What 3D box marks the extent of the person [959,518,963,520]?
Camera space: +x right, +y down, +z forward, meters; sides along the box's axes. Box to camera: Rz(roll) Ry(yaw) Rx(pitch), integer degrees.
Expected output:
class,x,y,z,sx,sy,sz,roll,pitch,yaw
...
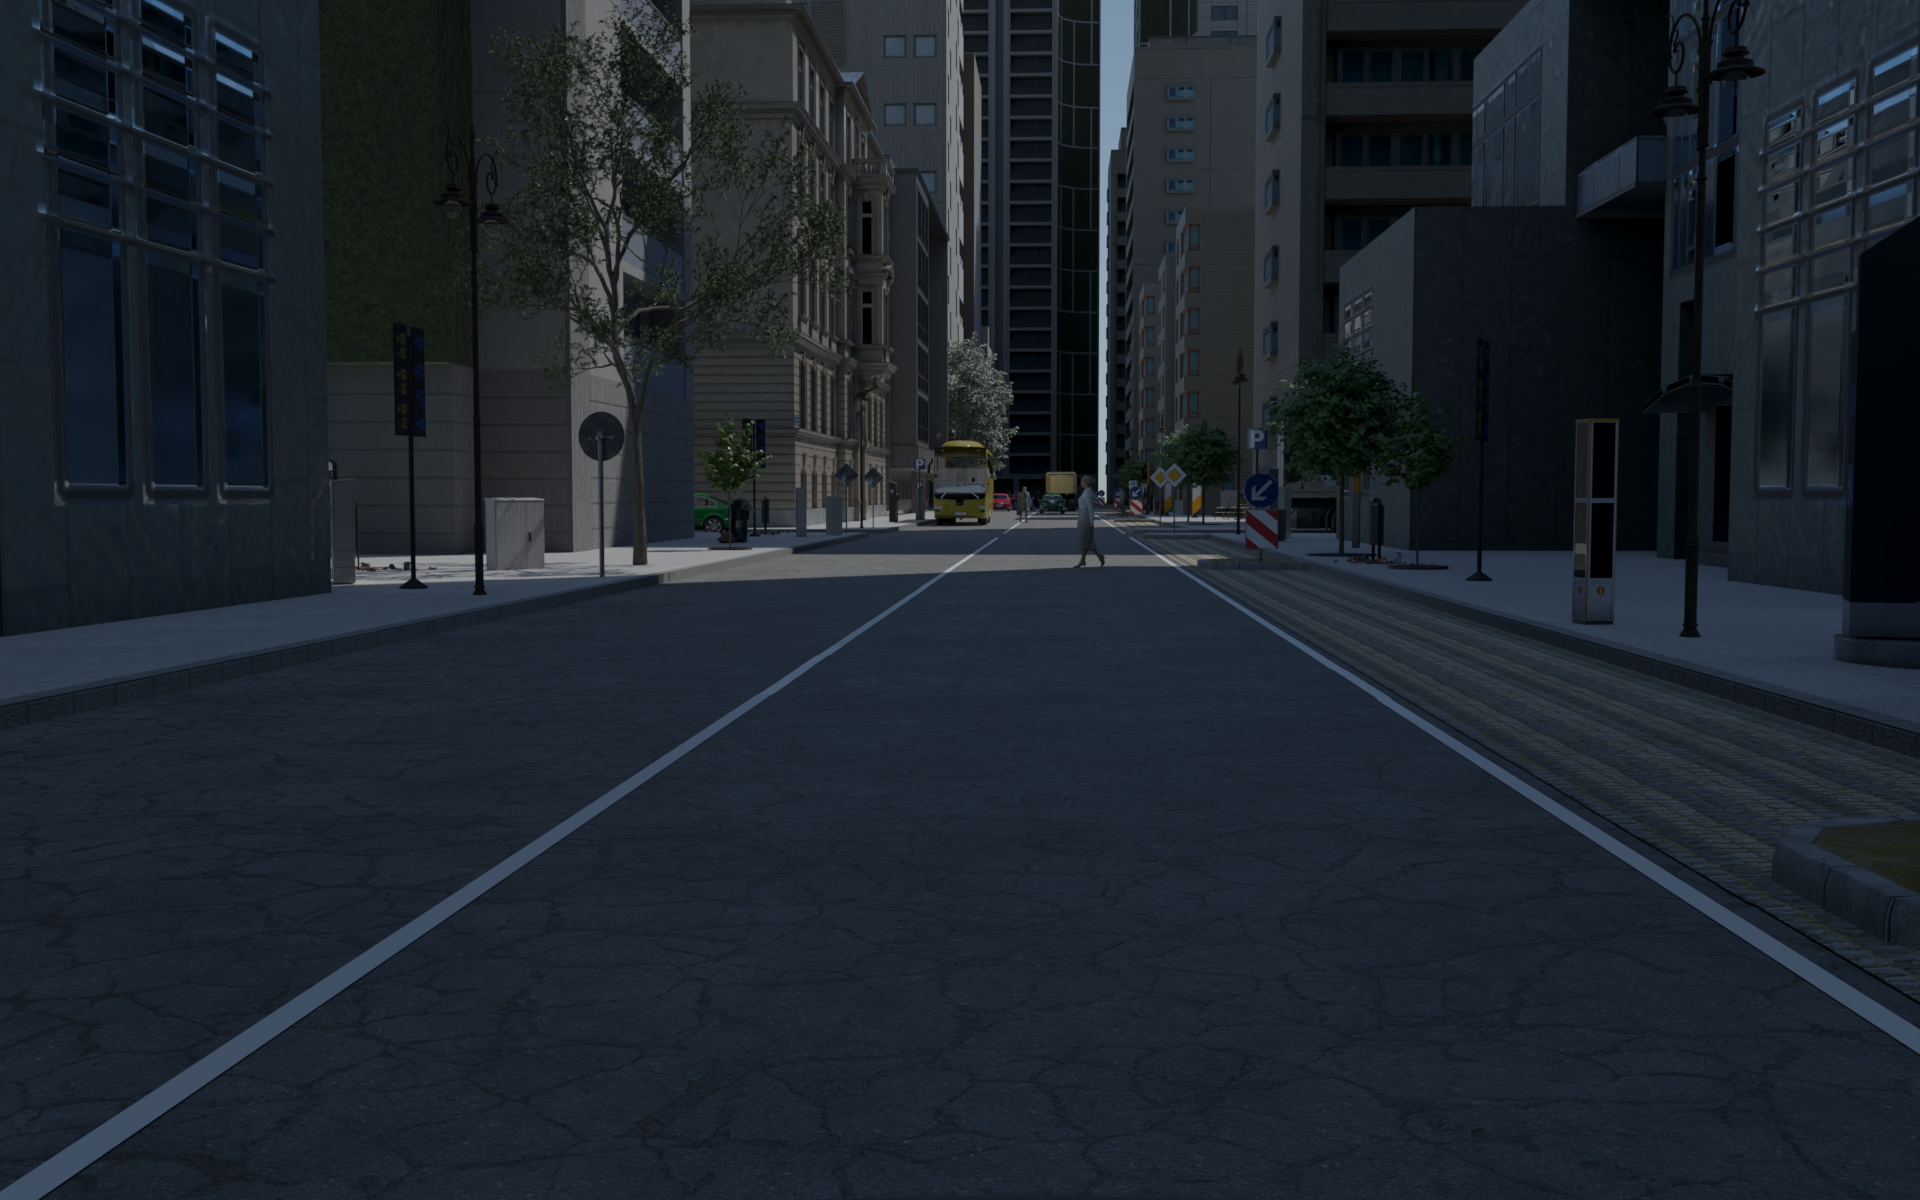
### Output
class,x,y,z,sx,sy,sz,roll,pitch,yaw
person,0.052,-5.342,95.962,0.709,1.813,0.853,-2,4,-25

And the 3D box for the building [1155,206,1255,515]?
class,x,y,z,sx,sy,sz,roll,pitch,yaw
building,28.187,-16.698,118.055,27.650,21.520,28.899,0,4,3

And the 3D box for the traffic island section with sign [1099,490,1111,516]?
class,x,y,z,sx,sy,sz,roll,pitch,yaw
traffic island section with sign,10.459,-6.535,115.469,1.989,1.847,2.006,0,4,3

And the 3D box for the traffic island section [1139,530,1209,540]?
class,x,y,z,sx,sy,sz,roll,pitch,yaw
traffic island section,6.907,-2.045,55.710,2.009,0.180,2.903,0,4,3

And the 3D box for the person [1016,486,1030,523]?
class,x,y,z,sx,sy,sz,roll,pitch,yaw
person,3.203,-4.792,86.947,0.694,1.812,0.767,-1,4,-9

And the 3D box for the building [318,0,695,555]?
class,x,y,z,sx,sy,sz,roll,pitch,yaw
building,-22.041,-30.792,45.451,28.212,58.520,21.231,0,4,3

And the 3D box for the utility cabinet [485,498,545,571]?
class,x,y,z,sx,sy,sz,roll,pitch,yaw
utility cabinet,-7.551,-1.117,29.432,0.306,1.237,1.020,3,4,38

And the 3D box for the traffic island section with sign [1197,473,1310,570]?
class,x,y,z,sx,sy,sz,roll,pitch,yaw
traffic island section with sign,5.592,-1.506,33.252,1.989,1.847,2.006,0,4,3

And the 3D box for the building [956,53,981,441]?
class,x,y,z,sx,sy,sz,roll,pitch,yaw
building,-5.108,-32.046,174.063,14.600,45.320,14.200,0,4,3

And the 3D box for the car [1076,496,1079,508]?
class,x,y,z,sx,sy,sz,roll,pitch,yaw
car,11.670,-10.466,183.115,2.014,1.417,4.499,0,4,4

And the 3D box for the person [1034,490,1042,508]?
class,x,y,z,sx,sy,sz,roll,pitch,yaw
person,7.988,-10.237,176.018,1.348,1.807,0.705,-3,4,-37

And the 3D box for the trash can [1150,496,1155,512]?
class,x,y,z,sx,sy,sz,roll,pitch,yaw
trash can,13.919,-6.868,123.949,0.748,1.137,0.748,0,3,0

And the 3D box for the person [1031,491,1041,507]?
class,x,y,z,sx,sy,sz,roll,pitch,yaw
person,8.337,-11.166,191.204,1.348,1.807,0.705,1,4,23

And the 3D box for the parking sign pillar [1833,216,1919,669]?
class,x,y,z,sx,sy,sz,roll,pitch,yaw
parking sign pillar,7.471,-1.506,13.102,1.447,3.967,1.447,1,4,20

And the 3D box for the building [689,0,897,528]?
class,x,y,z,sx,sy,sz,roll,pitch,yaw
building,-10.392,-16.116,82.582,14.460,24.649,34.723,0,4,3

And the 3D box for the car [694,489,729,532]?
class,x,y,z,sx,sy,sz,roll,pitch,yaw
car,-9.703,-3.116,59.736,4.718,1.807,1.959,0,4,1

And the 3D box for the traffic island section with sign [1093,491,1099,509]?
class,x,y,z,sx,sy,sz,roll,pitch,yaw
traffic island section with sign,13.418,-9.604,165.654,1.989,1.847,2.006,0,4,3

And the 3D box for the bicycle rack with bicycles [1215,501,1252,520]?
class,x,y,z,sx,sy,sz,roll,pitch,yaw
bicycle rack with bicycles,14.272,-4.505,87.045,2.925,0.926,2.852,-2,4,-25

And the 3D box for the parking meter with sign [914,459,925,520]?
class,x,y,z,sx,sy,sz,roll,pitch,yaw
parking meter with sign,-1.957,-5.474,85.755,0.543,3.016,1.738,0,4,1

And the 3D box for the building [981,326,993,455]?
class,x,y,z,sx,sy,sz,roll,pitch,yaw
building,-11.130,-21.815,201.711,28.899,21.520,27.650,0,4,3

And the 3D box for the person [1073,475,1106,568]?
class,x,y,z,sx,sy,sz,roll,pitch,yaw
person,2.533,-1.530,33.747,0.641,1.798,0.478,1,4,17

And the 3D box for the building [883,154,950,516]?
class,x,y,z,sx,sy,sz,roll,pitch,yaw
building,-8.713,-18.110,115.160,14.314,24.678,30.058,0,4,3

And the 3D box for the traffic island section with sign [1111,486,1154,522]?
class,x,y,z,sx,sy,sz,roll,pitch,yaw
traffic island section with sign,8.838,-4.869,88.237,1.989,1.847,2.006,0,4,3

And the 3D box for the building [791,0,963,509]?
class,x,y,z,sx,sy,sz,roll,pitch,yaw
building,-13.695,-34.511,153.498,28.713,52.752,27.495,0,4,3

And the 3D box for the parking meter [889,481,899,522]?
class,x,y,z,sx,sy,sz,roll,pitch,yaw
parking meter,-3.015,-4.475,78.882,0.399,1.863,0.255,2,4,28

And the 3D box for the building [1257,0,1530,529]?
class,x,y,z,sx,sy,sz,roll,pitch,yaw
building,23.493,-27.434,72.240,21.600,48.544,21.300,0,4,3

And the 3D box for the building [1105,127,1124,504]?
class,x,y,z,sx,sy,sz,roll,pitch,yaw
building,30.299,-37.168,231.390,21.600,48.544,21.300,0,4,3

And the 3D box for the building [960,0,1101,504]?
class,x,y,z,sx,sy,sz,roll,pitch,yaw
building,8.410,-48.537,231.829,20.611,71.187,20.563,0,4,3

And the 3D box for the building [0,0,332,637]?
class,x,y,z,sx,sy,sz,roll,pitch,yaw
building,-18.230,-42.343,4.976,22.319,86.520,31.000,0,4,3

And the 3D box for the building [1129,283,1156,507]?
class,x,y,z,sx,sy,sz,roll,pitch,yaw
building,29.706,-19.011,155.865,27.650,21.520,28.899,0,4,3

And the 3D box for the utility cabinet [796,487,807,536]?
class,x,y,z,sx,sy,sz,roll,pitch,yaw
utility cabinet,-4.833,-2.685,52.571,0.318,1.500,1.173,0,4,-7

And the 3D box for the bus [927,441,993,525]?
class,x,y,z,sx,sy,sz,roll,pitch,yaw
bus,0.226,-5.617,83.379,2.896,3.916,12.252,0,4,2

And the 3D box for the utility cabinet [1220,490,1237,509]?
class,x,y,z,sx,sy,sz,roll,pitch,yaw
utility cabinet,16.014,-5.739,102.510,1.173,1.500,0.318,2,4,32

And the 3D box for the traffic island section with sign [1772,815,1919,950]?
class,x,y,z,sx,sy,sz,roll,pitch,yaw
traffic island section with sign,3.954,0.171,5.835,1.989,1.847,2.006,0,4,3

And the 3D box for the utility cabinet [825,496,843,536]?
class,x,y,z,sx,sy,sz,roll,pitch,yaw
utility cabinet,-3.917,-2.617,53.949,0.306,1.237,1.020,-1,4,-19

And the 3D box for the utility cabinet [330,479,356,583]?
class,x,y,z,sx,sy,sz,roll,pitch,yaw
utility cabinet,-8.936,-1.000,25.028,0.318,1.500,1.173,-1,4,-21

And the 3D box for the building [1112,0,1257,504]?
class,x,y,z,sx,sy,sz,roll,pitch,yaw
building,28.494,-46.664,201.206,20.563,71.187,20.611,0,4,3

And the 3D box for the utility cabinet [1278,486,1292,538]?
class,x,y,z,sx,sy,sz,roll,pitch,yaw
utility cabinet,9.413,-2.559,50.516,0.318,1.500,1.173,1,4,20

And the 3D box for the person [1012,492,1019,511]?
class,x,y,z,sx,sy,sz,roll,pitch,yaw
person,4.673,-8.350,146.489,0.593,1.643,0.415,0,4,5

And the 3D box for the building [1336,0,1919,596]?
class,x,y,z,sx,sy,sz,roll,pitch,yaw
building,21.025,-43.933,30.973,22.319,86.520,31.000,0,4,3

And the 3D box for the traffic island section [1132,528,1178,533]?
class,x,y,z,sx,sy,sz,roll,pitch,yaw
traffic island section,7.379,-2.532,63.681,2.009,0.180,2.903,0,4,3

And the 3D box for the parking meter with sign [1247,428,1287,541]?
class,x,y,z,sx,sy,sz,roll,pitch,yaw
parking meter with sign,8.342,-3.095,46.866,0.543,3.016,1.738,2,4,31

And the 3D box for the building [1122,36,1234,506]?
class,x,y,z,sx,sy,sz,roll,pitch,yaw
building,28.350,-34.074,180.803,21.300,48.544,21.600,0,4,3

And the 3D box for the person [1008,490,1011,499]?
class,x,y,z,sx,sy,sz,roll,pitch,yaw
person,5.085,-10.264,176.403,0.705,1.814,1.350,0,4,2

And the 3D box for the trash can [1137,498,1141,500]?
class,x,y,z,sx,sy,sz,roll,pitch,yaw
trash can,13.958,-7.488,134.089,0.748,1.137,0.748,0,3,0

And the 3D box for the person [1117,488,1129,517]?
class,x,y,z,sx,sy,sz,roll,pitch,yaw
person,10.105,-6.082,108.057,0.853,1.813,0.709,-1,4,-15
